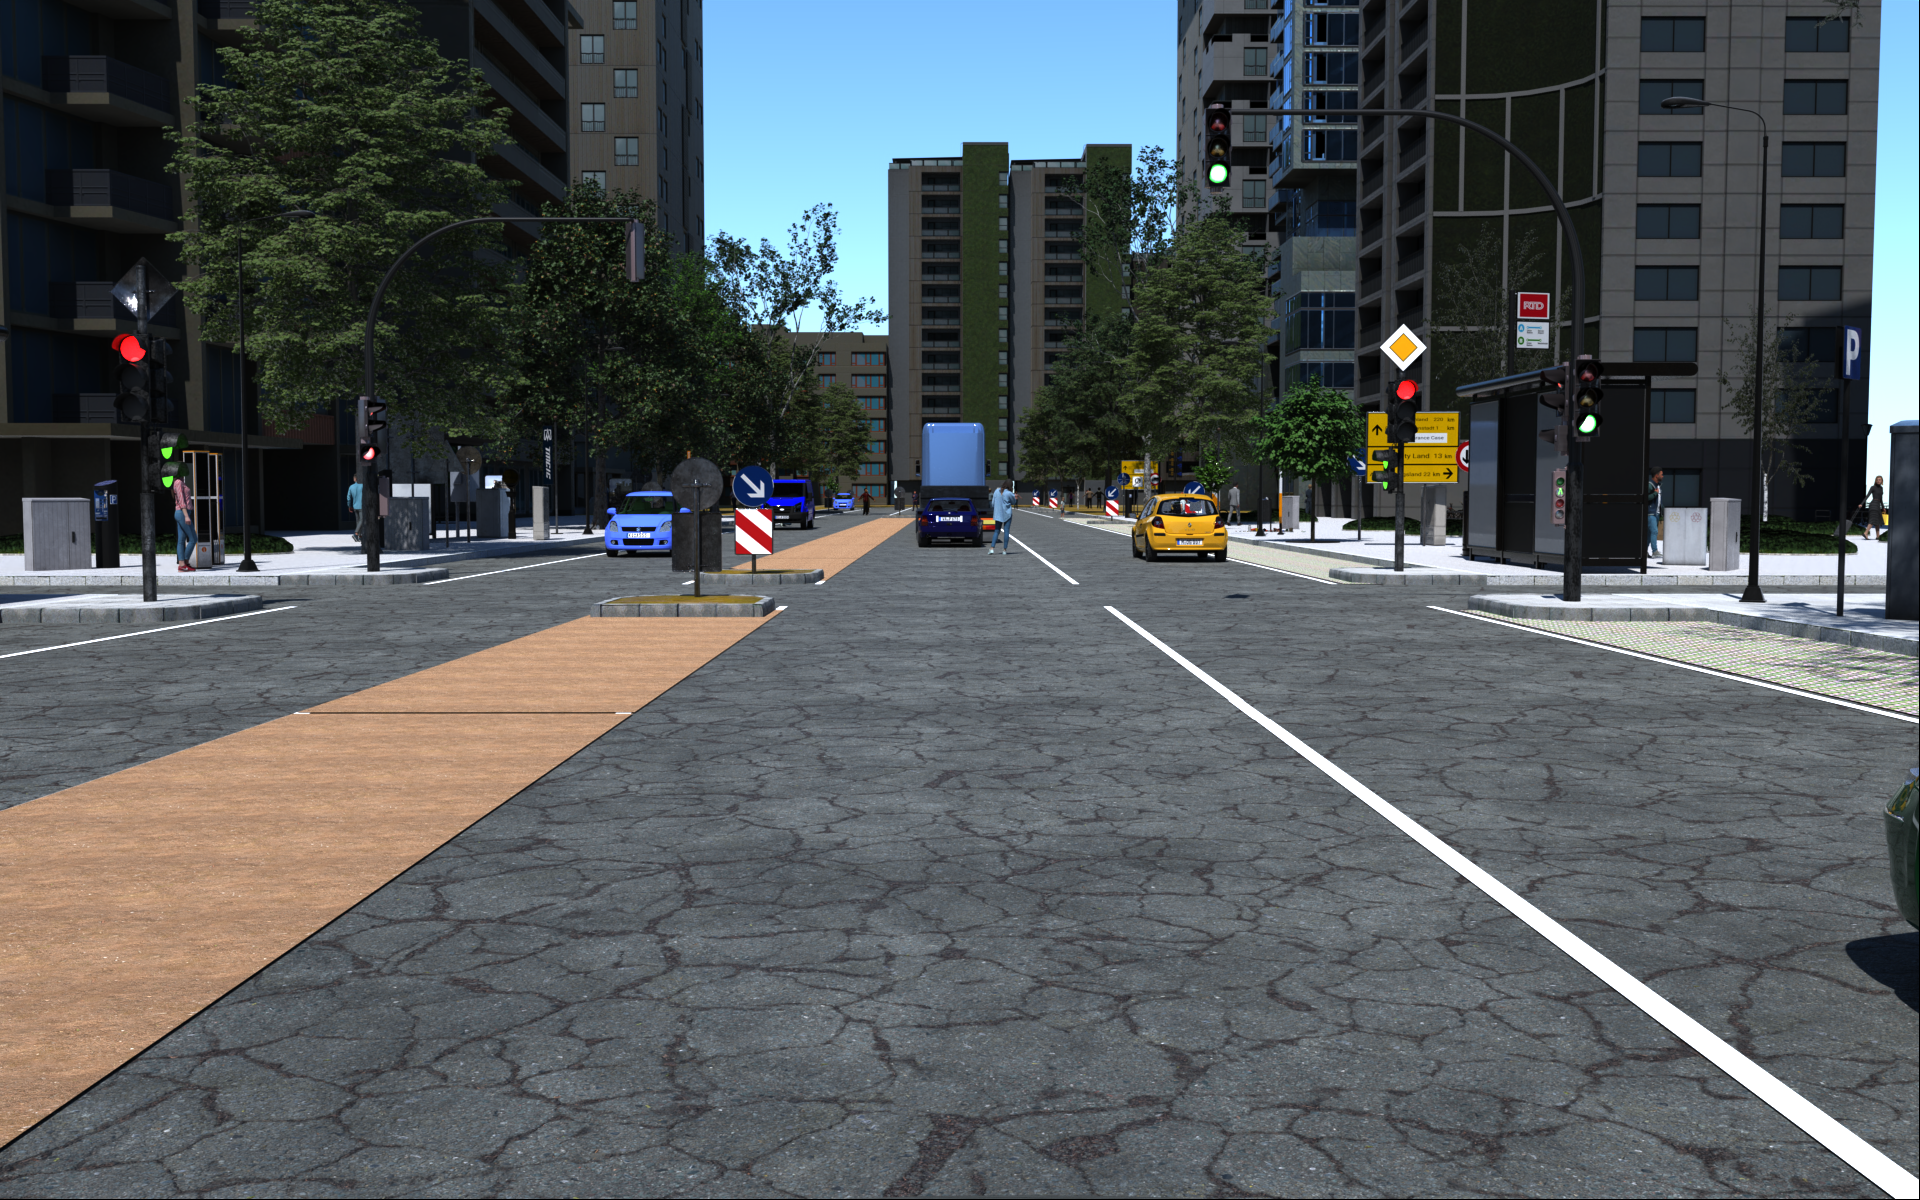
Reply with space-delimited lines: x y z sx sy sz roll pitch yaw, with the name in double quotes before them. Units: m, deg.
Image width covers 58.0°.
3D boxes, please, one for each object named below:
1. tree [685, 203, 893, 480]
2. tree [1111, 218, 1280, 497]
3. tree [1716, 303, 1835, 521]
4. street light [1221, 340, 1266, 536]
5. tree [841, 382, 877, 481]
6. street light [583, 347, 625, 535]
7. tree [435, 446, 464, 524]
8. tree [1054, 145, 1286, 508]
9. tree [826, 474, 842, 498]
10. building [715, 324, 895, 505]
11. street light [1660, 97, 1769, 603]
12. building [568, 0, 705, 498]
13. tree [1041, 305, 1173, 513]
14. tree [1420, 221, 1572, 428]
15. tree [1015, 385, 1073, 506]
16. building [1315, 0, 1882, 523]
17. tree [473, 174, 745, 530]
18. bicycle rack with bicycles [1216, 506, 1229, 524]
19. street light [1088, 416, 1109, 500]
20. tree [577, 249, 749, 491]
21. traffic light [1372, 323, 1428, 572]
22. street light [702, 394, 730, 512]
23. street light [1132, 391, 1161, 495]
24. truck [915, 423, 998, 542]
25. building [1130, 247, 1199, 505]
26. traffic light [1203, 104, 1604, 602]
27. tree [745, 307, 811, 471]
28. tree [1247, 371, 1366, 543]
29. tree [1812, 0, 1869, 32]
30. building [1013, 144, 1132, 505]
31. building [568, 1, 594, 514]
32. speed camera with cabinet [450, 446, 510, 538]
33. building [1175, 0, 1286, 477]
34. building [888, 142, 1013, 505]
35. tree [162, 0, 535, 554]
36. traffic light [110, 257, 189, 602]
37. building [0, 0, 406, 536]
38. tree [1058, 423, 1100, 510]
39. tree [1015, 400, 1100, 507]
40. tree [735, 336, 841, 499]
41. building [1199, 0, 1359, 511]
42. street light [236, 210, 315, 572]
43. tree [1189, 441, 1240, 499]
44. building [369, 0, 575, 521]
"tree" -10.802 -15.644 111.667 12.611 20.169 13.585 0 3 0
"tree" 9.891 -9.401 71.838 7.486 12.596 7.792 0 3 0
"tree" 30.857 -7.072 65.997 4.360 8.622 3.978 0 3 0
"street light" 8.595 -4.889 52.483 1.470 5.913 1.316 0 4 0
"tree" -11.975 -15.656 174.095 7.486 12.596 7.792 0 3 0
"street light" -11.290 -5.037 54.900 1.470 5.913 1.316 0 4 0
"tree" -22.648 -5.615 75.520 4.285 4.588 4.351 0 3 0
"tree" 10.995 -14.454 92.217 12.611 20.169 13.585 0 3 0
"tree" -12.364 -10.474 165.858 1.663 3.219 1.824 0 3 0
"building" -22.928 -22.423 211.662 28.899 21.520 27.650 0 4 0
"street light" 8.897 -2.930 20.440 1.470 5.913 1.316 0 4 0
"building" -37.463 -34.491 153.164 27.495 52.752 28.713 0 4 0
"tree" 10.230 -12.985 118.952 9.857 13.997 8.962 0 3 0
"tree" 14.783 -5.956 47.746 4.360 8.622 3.978 0 3 0
"tree" 9.380 -16.027 180.162 7.486 12.596 7.792 0 3 0
"building" 30.172 -39.579 85.368 20.563 71.187 20.611 0 4 0
"tree" -12.890 -8.891 62.369 9.611 12.733 9.660 0 3 0
"bicycle rack with bicycles" 10.218 -3.740 74.530 2.925 0.926 2.852 2 4 24
"street light" 8.356 -8.023 103.713 1.470 5.913 1.316 0 4 0
"tree" -12.671 -9.025 73.307 9.928 11.665 9.643 0 3 0
"traffic light" 7.271 -2.429 28.641 0.839 4.253 0.868 0 4 0
"street light" -11.390 -6.603 80.500 1.470 5.913 1.316 0 4 0
"street light" 8.459 -6.455 78.083 1.470 5.913 1.316 0 4 0
"truck" -0.180 -4.272 59.604 2.967 4.110 18.799 0 4 -1
"building" 26.772 -26.532 205.493 14.107 30.474 14.160 0 4 0
"traffic light" 5.213 -2.804 20.506 4.771 5.953 1.251 0 4 0
"tree" -13.250 -10.797 93.533 9.611 12.733 9.660 0 3 0
"tree" 9.424 -3.797 45.792 4.285 4.588 4.351 0 3 0
"tree" 10.569 -6.079 9.759 12.009 13.543 11.850 0 3 0
"building" 12.675 -31.904 205.227 14.086 41.232 14.154 0 4 0
"building" -39.625 -25.889 115.162 32.217 40.220 23.993 0 4 0
"speed camera with cabinet" -14.148 -3.479 51.213 2.038 3.252 0.660 2 4 31
"building" 34.319 -34.577 154.574 28.713 52.752 27.495 0 4 0
"building" -1.406 -31.842 204.209 14.086 41.232 14.154 0 4 0
"tree" -13.069 -7.255 36.741 7.486 12.596 7.792 0 3 0
"traffic light" -9.657 -1.936 20.569 0.839 4.253 0.868 0 4 0
"building" -31.372 -24.500 55.206 22.147 44.769 28.867 0 4 0
"tree" 10.019 -11.806 143.395 4.360 8.622 3.978 0 3 0
"tree" 9.771 -14.110 165.110 8.767 10.594 7.601 -1 4 -14
"tree" -12.724 -12.589 123.949 7.486 12.596 7.792 0 3 0
"building" 30.875 -49.643 124.335 22.319 86.520 31.000 0 4 0
"street light" -11.257 -3.424 28.517 1.470 5.913 1.316 0 4 0
"tree" 9.117 -4.201 63.289 1.663 3.219 1.824 0 3 0
"building" -33.355 -28.538 90.291 21.300 48.544 21.600 0 4 0
